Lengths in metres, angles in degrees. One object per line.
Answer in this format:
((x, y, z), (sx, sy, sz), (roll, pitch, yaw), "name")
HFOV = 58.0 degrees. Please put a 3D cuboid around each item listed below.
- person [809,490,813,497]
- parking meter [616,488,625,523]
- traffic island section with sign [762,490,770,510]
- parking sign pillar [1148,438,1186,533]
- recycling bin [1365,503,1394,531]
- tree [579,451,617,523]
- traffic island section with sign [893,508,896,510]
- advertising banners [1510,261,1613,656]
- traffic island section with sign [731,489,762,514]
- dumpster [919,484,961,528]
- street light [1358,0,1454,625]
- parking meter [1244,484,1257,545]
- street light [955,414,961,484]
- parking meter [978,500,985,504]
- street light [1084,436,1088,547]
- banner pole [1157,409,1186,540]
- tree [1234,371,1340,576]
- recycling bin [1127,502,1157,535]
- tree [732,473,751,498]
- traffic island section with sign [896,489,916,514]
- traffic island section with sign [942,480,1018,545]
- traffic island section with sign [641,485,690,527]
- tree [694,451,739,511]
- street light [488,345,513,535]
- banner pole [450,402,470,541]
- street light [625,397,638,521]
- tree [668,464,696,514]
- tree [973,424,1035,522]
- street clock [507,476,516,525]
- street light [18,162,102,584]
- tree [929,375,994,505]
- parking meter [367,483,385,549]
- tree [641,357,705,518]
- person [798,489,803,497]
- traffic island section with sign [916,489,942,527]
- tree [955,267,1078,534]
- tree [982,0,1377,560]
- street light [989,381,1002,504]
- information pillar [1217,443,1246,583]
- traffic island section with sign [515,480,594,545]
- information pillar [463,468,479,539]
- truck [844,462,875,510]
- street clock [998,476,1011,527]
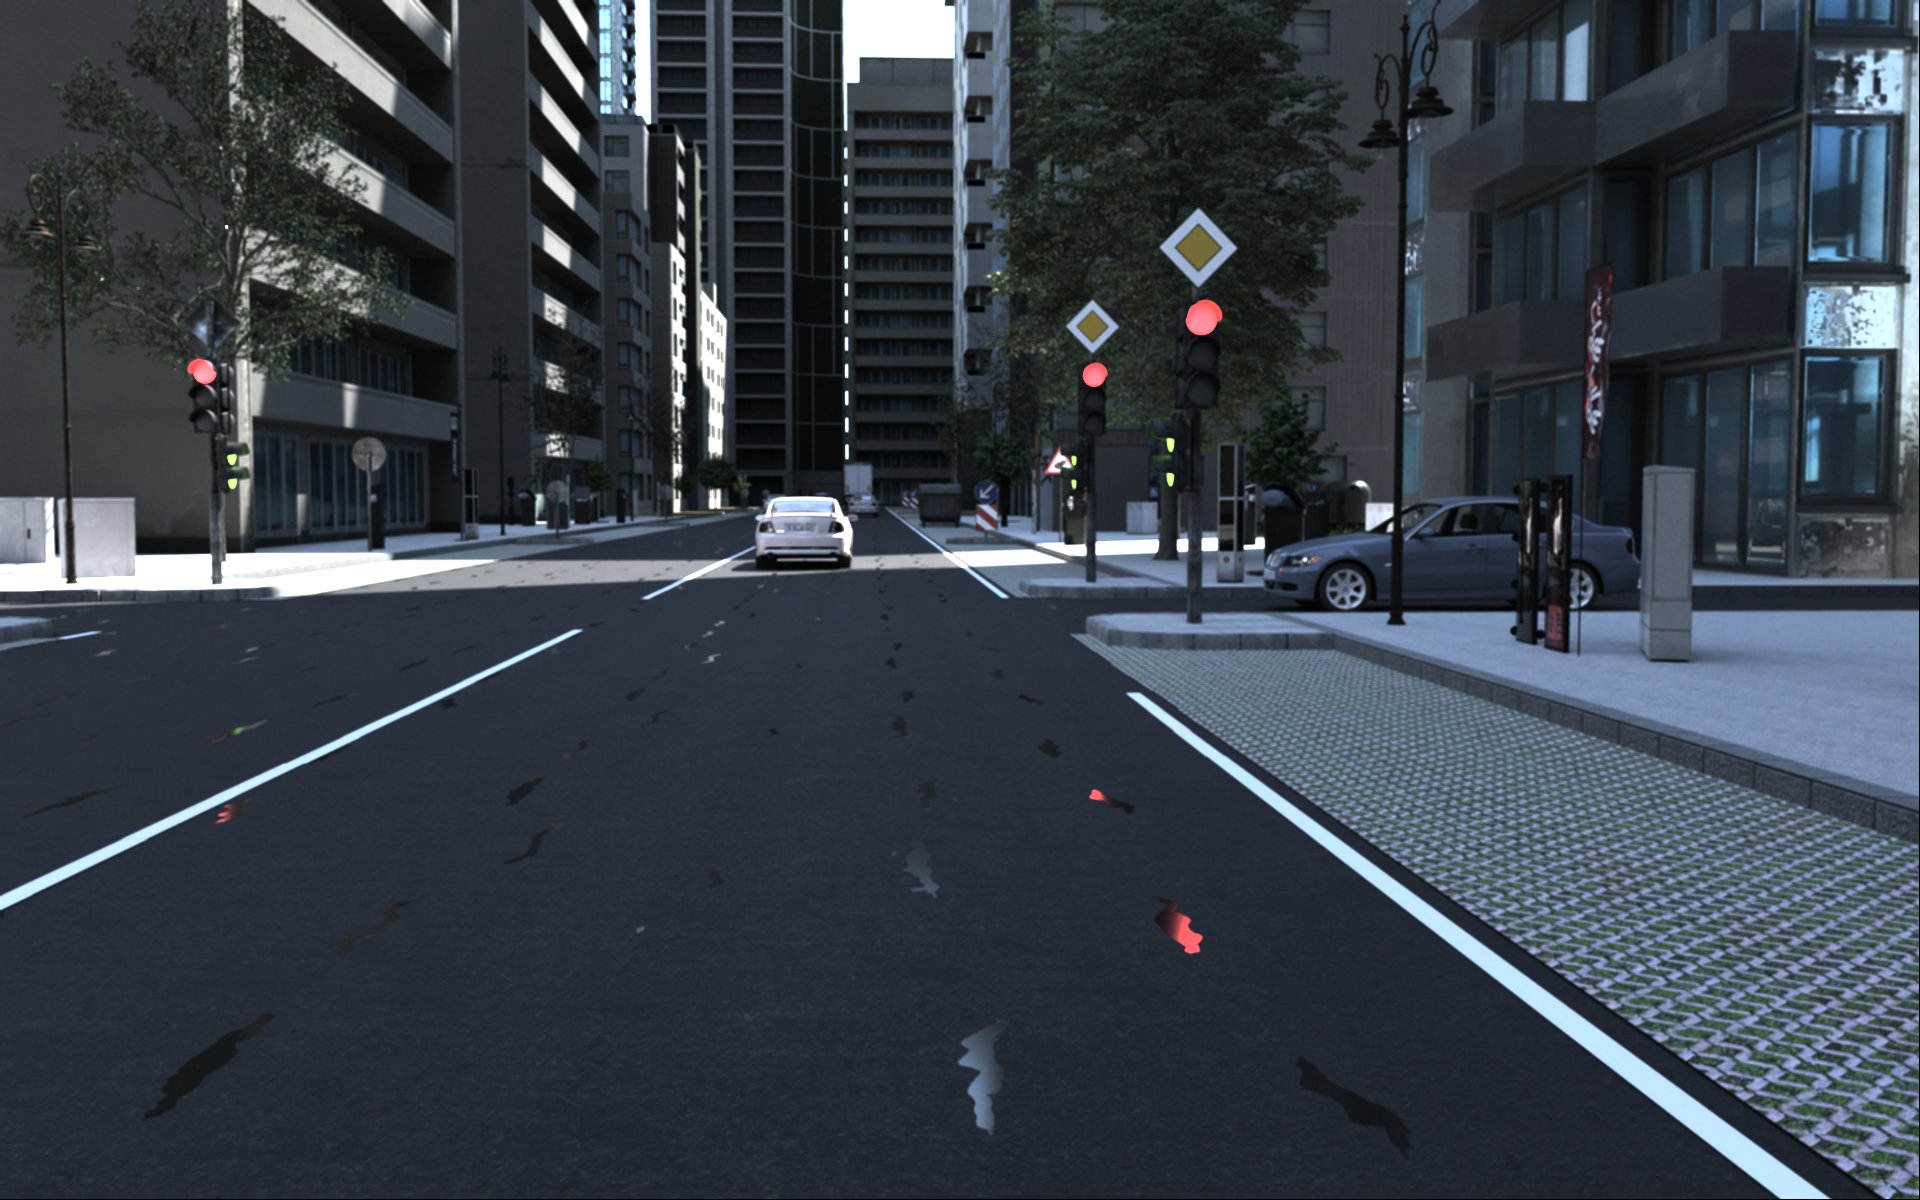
((-12.596, -8.450, 146.676), (0.705, 1.821, 1.348), (0, 4, 7), "person")
((-14.986, -4.164, 76.499), (0.372, 1.533, 0.369), (0, 3, 0), "parking meter")
((-17.100, -8.841, 153.171), (1.989, 1.847, 2.006), (0, 4, -3), "traffic island section with sign")
((6.740, -4.201, 57.158), (1.447, 3.967, 1.447), (3, 4, 38), "parking sign pillar")
((11.835, -2.193, 48.411), (0.722, 1.027, 0.722), (-2, 4, -34), "recycling bin")
((-16.503, -5.119, 78.296), (1.663, 3.219, 1.824), (0, 3, 0), "tree")
((-4.955, -8.885, 153.898), (1.989, 1.847, 2.006), (0, 4, -3), "traffic island section with sign")
((4.889, -1.097, 14.125), (0.090, 3.025, 2.074), (0, 3, 0), "advertising banners")
((-15.649, -7.190, 126.182), (1.989, 1.847, 2.006), (0, 4, -3), "traffic island section with sign")
((-0.851, -4.012, 73.805), (1.865, 1.857, 1.264), (0, 4, -2), "dumpster")
((4.291, -2.696, 16.861), (0.468, 5.910, 1.993), (0, 4, -3), "street light")
((7.238, -2.140, 43.400), (0.372, 1.533, 0.369), (0, 3, 0), "parking meter")
((-0.103, -7.774, 99.890), (0.468, 5.910, 1.993), (0, 4, -3), "street light")
((0.963, -4.279, 75.669), (0.399, 1.863, 0.255), (1, 4, 8), "parking meter")
((3.110, -4.225, 41.871), (0.468, 5.910, 1.993), (0, 4, -3), "street light")
((5.916, -3.583, 48.600), (0.863, 3.779, 0.401), (1, 4, 18), "banner pole")
((5.190, -2.005, 27.381), (1.663, 3.219, 1.824), (0, 3, 0), "tree")
((5.768, -2.588, 54.865), (0.722, 1.027, 0.722), (3, 5, 44), "recycling bin")
((-19.897, -9.884, 156.203), (1.663, 3.219, 1.824), (0, 3, 0), "tree")
((-3.498, -7.230, 126.839), (1.989, 1.847, 2.006), (0, 4, -3), "traffic island section with sign")
((0.604, -2.517, 49.773), (1.989, 1.847, 2.006), (0, 4, -3), "traffic island section with sign")
((-13.015, -4.166, 76.735), (1.989, 1.847, 2.006), (0, 4, -3), "traffic island section with sign")
((-18.449, -9.024, 131.249), (4.285, 4.588, 4.351), (0, 3, 0), "tree")
((-14.223, -4.949, 53.709), (0.468, 5.910, 1.993), (0, 4, -3), "street light")
((-13.625, -3.482, 46.951), (0.401, 3.779, 0.863), (0, 4, 8), "banner pole")
((-15.671, -6.714, 82.567), (0.468, 5.910, 1.993), (0, 4, -3), "street light")
((-17.958, -7.267, 113.418), (1.663, 3.219, 1.824), (0, 3, 0), "tree")
((2.060, -5.908, 80.317), (4.285, 4.588, 4.351), (0, 3, 0), "tree")
((-18.408, -4.066, 71.049), (0.358, 2.002, 0.471), (0, 4, -7), "street clock")
((-12.680, -3.166, 24.546), (0.468, 5.910, 1.993), (0, 4, -3), "street light")
((0.013, -9.545, 106.426), (4.737, 8.622, 4.395), (0, 3, 0), "tree")
((-13.668, -1.964, 40.515), (0.372, 1.533, 0.369), (0, 3, 0), "parking meter")
((-16.164, -8.790, 94.077), (4.360, 8.622, 3.978), (0, 3, 0), "tree")
((-14.103, -8.861, 153.003), (0.705, 1.869, 1.348), (1, 4, 18), "person")
((-0.829, -4.170, 76.815), (1.989, 1.847, 2.006), (0, 4, -3), "traffic island section with sign")
((2.197, -6.410, 55.165), (4.360, 8.622, 3.978), (0, 3, 0), "tree")
((4.094, -7.075, 33.809), (7.486, 12.596, 7.792), (0, 3, 0), "tree")
((1.449, -6.008, 71.023), (0.468, 5.910, 1.993), (0, 4, -3), "street light")
((3.917, -1.256, 25.030), (0.304, 2.012, 0.304), (2, 4, 33), "information pillar")
((-11.560, -2.507, 49.612), (1.989, 1.847, 2.006), (0, 4, -3), "traffic island section with sign")
((-13.836, -2.722, 49.001), (0.304, 2.012, 0.304), (0, 4, 7), "information pillar")
((-9.199, -10.339, 157.960), (2.839, 4.237, 11.283), (0, 4, -3), "truck")
((1.734, -3.864, 67.747), (0.471, 2.002, 0.358), (-2, 4, -30), "street clock")
